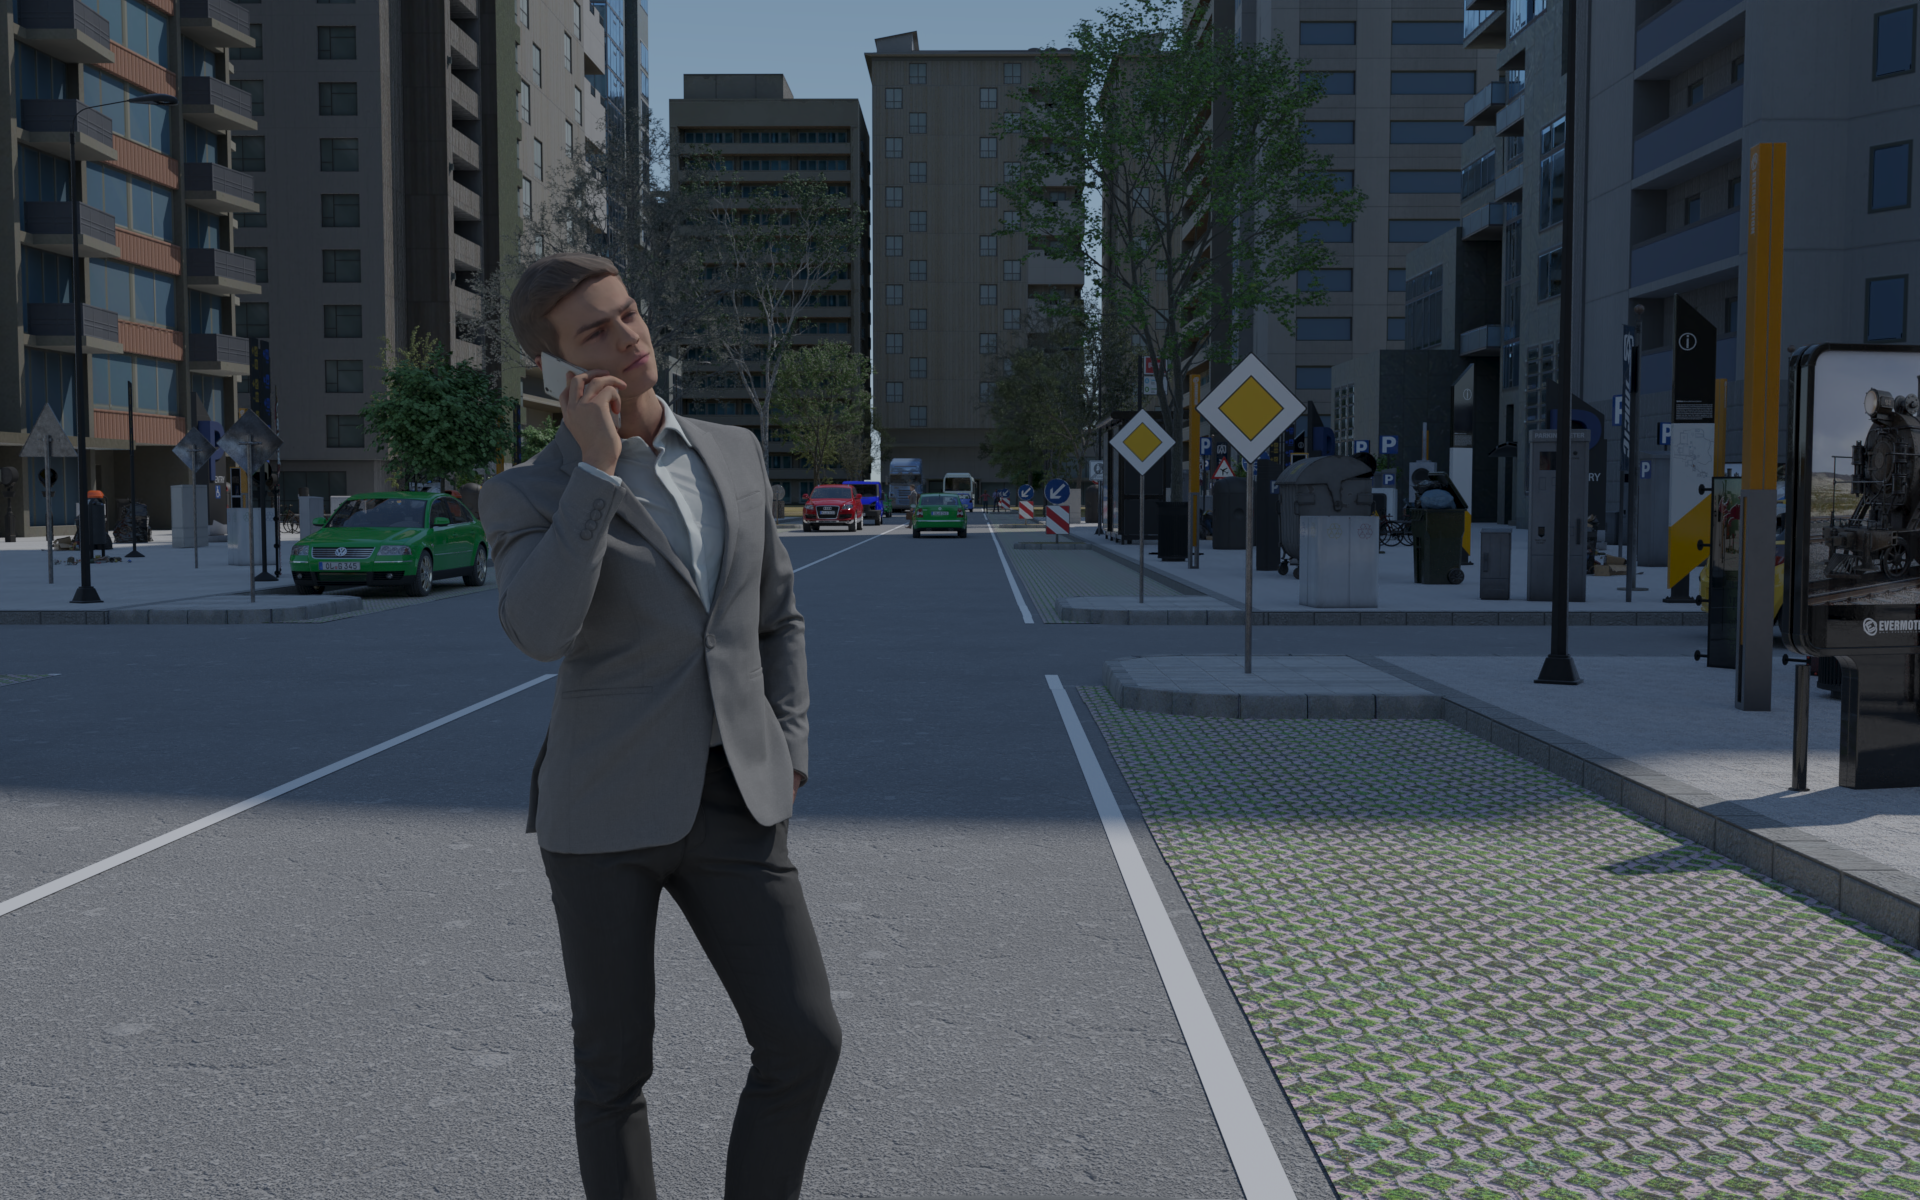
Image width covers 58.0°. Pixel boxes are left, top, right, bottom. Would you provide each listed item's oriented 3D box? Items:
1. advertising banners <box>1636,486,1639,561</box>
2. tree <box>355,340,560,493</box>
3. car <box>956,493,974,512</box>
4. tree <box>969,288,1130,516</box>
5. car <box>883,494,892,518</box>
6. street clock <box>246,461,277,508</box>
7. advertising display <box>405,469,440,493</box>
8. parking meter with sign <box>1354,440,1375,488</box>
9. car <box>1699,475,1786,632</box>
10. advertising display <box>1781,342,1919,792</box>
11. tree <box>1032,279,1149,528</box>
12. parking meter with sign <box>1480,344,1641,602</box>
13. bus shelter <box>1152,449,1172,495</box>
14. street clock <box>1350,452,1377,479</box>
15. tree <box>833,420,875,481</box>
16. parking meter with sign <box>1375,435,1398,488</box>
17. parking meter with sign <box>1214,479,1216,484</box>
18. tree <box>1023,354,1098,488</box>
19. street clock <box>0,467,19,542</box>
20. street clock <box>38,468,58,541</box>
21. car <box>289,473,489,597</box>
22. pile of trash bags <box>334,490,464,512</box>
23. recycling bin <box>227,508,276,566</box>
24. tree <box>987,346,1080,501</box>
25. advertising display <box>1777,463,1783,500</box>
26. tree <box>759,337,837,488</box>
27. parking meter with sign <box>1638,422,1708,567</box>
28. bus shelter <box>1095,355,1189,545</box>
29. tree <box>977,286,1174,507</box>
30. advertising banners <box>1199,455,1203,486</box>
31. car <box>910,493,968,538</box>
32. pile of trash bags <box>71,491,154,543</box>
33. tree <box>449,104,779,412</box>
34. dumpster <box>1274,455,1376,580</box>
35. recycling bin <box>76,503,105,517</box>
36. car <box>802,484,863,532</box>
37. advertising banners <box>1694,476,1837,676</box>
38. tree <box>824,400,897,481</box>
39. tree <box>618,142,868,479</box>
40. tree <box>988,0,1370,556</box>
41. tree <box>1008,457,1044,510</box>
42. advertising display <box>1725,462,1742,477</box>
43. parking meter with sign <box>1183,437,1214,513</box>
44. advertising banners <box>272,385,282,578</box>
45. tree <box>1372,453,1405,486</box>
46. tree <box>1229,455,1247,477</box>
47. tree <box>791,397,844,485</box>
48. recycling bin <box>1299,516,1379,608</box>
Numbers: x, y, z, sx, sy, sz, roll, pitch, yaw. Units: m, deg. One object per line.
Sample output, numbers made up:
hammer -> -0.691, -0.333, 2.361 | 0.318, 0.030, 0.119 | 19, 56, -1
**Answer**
advertising banners -> 13.076, -2.261, 33.153 | 0.090, 3.025, 2.074 | 2, 4, 34
tree -> -11.113, -3.265, 37.096 | 4.285, 4.588, 4.351 | 0, 3, 0
car -> 0.156, -7.786, 136.891 | 1.945, 1.707, 3.694 | 0, 4, -1
tree -> 5.223, -11.818, 103.595 | 12.009, 13.543, 11.850 | 0, 3, 0
car -> -5.120, -5.954, 106.146 | 1.959, 1.807, 4.718 | 0, 4, 0
street clock -> -14.655, -1.937, 36.247 | 0.358, 2.002, 0.471 | 3, 5, 42
advertising display -> -12.444, -2.144, 40.270 | 0.123, 1.923, 0.974 | 3, 4, 36
parking meter with sign -> 13.569, -3.691, 56.606 | 0.543, 3.016, 1.738 | 3, 5, 44
car -> 9.279, -0.390, 16.605 | 3.980, 1.641, 2.015 | 0, 4, 2
advertising display -> 4.045, -0.142, 7.539 | 0.974, 1.923, 0.123 | -1, 4, -13
tree -> 4.732, -6.674, 59.490 | 4.360, 8.622, 3.978 | 0, 3, 0
parking meter with sign -> 7.158, -1.497, 20.743 | 1.738, 3.016, 0.543 | 1, 4, 19
bus shelter -> 7.434, -4.652, 67.347 | 1.731, 3.624, 6.357 | 0, 4, 0
street clock -> 6.912, -1.546, 29.843 | 0.471, 2.002, 0.358 | 0, 4, -2
tree -> -10.242, -12.958, 162.225 | 4.360, 8.622, 3.978 | 0, 3, 0
parking meter with sign -> 12.546, -3.334, 50.767 | 0.543, 3.016, 1.738 | 1, 4, 14
parking meter with sign -> 13.128, -5.646, 88.576 | 1.738, 3.016, 0.543 | -3, 5, -39
tree -> 4.967, -8.335, 86.634 | 4.737, 8.622, 4.395 | 0, 3, 0
street clock -> -25.205, -2.529, 45.914 | 0.471, 2.002, 0.358 | 1, 4, 14
street clock -> -24.926, -2.618, 47.379 | 0.471, 2.002, 0.358 | -2, 4, -30
car -> -8.268, -1.014, 25.383 | 1.959, 1.807, 4.718 | 0, 3, 0
pile of trash bags -> -13.567, -1.961, 41.822 | 3.447, 1.369, 1.912 | 1, 4, 14
recycling bin -> -12.784, -1.149, 31.335 | 0.722, 1.027, 0.722 | -3, 4, -39
tree -> 5.791, -13.146, 133.060 | 7.486, 12.596, 7.792 | 0, 3, 0
advertising display -> 16.685, -1.871, 35.797 | 0.974, 1.923, 0.123 | 2, 4, 25
tree -> -9.351, -11.502, 113.817 | 9.928, 11.665, 9.643 | 0, 3, 0
parking meter with sign -> 12.397, -2.095, 30.515 | 1.738, 3.016, 0.543 | -1, 4, -13
bus shelter -> 4.918, -4.291, 47.797 | 2.179, 5.291, 8.768 | 0, 4, 1
tree -> 5.360, -8.817, 78.565 | 8.767, 10.594, 7.601 | 0, 4, -6
advertising banners -> 7.474, -3.652, 55.898 | 0.090, 3.025, 2.074 | 2, 4, 31
car -> -0.690, -2.990, 57.681 | 1.959, 1.807, 4.718 | 0, 4, -1
pile of trash bags -> -22.215, -2.165, 45.143 | 1.912, 1.369, 3.447 | -1, 4, -16
tree -> -10.492, -8.784, 53.983 | 12.009, 13.543, 11.850 | 0, 3, 0
dumpster -> 5.604, -1.274, 26.591 | 1.264, 1.857, 1.865 | 0, 4, 1
recycling bin -> -24.522, -2.222, 48.876 | 0.722, 1.027, 0.722 | -2, 4, -28
car -> -4.896, -3.577, 67.161 | 2.281, 1.827, 5.304 | 0, 4, 1
advertising banners -> 6.129, -0.968, 12.008 | 0.090, 3.025, 2.074 | -3, 4, -37
tree -> -10.210, -14.570, 172.632 | 8.767, 10.594, 7.601 | 1, 4, 8
tree -> -11.944, -14.618, 94.897 | 12.611, 20.169, 13.585 | 0, 3, 0
tree -> 4.402, -6.754, 36.187 | 9.928, 11.665, 9.643 | 0, 3, 0
tree -> 5.675, -9.590, 140.505 | 4.285, 4.588, 4.351 | 0, 3, 0
advertising display -> 15.286, -1.804, 34.714 | 0.974, 1.923, 0.123 | 3, 5, 40
parking meter with sign -> 6.976, -3.520, 53.814 | 0.543, 3.016, 1.738 | -3, 4, -39
advertising banners -> -10.771, -1.904, 27.315 | 0.090, 3.025, 2.074 | -1, 4, -20
tree -> 16.949, -4.595, 69.733 | 1.663, 3.219, 1.824 | 0, 3, 0
tree -> 12.384, -4.981, 76.047 | 1.663, 3.219, 1.824 | 0, 3, 0
tree -> -10.540, -10.973, 129.765 | 4.737, 8.622, 4.395 | 0, 3, 0
recycling bin -> 4.324, -0.442, 19.787 | 0.722, 1.027, 0.722 | 0, 4, -6
